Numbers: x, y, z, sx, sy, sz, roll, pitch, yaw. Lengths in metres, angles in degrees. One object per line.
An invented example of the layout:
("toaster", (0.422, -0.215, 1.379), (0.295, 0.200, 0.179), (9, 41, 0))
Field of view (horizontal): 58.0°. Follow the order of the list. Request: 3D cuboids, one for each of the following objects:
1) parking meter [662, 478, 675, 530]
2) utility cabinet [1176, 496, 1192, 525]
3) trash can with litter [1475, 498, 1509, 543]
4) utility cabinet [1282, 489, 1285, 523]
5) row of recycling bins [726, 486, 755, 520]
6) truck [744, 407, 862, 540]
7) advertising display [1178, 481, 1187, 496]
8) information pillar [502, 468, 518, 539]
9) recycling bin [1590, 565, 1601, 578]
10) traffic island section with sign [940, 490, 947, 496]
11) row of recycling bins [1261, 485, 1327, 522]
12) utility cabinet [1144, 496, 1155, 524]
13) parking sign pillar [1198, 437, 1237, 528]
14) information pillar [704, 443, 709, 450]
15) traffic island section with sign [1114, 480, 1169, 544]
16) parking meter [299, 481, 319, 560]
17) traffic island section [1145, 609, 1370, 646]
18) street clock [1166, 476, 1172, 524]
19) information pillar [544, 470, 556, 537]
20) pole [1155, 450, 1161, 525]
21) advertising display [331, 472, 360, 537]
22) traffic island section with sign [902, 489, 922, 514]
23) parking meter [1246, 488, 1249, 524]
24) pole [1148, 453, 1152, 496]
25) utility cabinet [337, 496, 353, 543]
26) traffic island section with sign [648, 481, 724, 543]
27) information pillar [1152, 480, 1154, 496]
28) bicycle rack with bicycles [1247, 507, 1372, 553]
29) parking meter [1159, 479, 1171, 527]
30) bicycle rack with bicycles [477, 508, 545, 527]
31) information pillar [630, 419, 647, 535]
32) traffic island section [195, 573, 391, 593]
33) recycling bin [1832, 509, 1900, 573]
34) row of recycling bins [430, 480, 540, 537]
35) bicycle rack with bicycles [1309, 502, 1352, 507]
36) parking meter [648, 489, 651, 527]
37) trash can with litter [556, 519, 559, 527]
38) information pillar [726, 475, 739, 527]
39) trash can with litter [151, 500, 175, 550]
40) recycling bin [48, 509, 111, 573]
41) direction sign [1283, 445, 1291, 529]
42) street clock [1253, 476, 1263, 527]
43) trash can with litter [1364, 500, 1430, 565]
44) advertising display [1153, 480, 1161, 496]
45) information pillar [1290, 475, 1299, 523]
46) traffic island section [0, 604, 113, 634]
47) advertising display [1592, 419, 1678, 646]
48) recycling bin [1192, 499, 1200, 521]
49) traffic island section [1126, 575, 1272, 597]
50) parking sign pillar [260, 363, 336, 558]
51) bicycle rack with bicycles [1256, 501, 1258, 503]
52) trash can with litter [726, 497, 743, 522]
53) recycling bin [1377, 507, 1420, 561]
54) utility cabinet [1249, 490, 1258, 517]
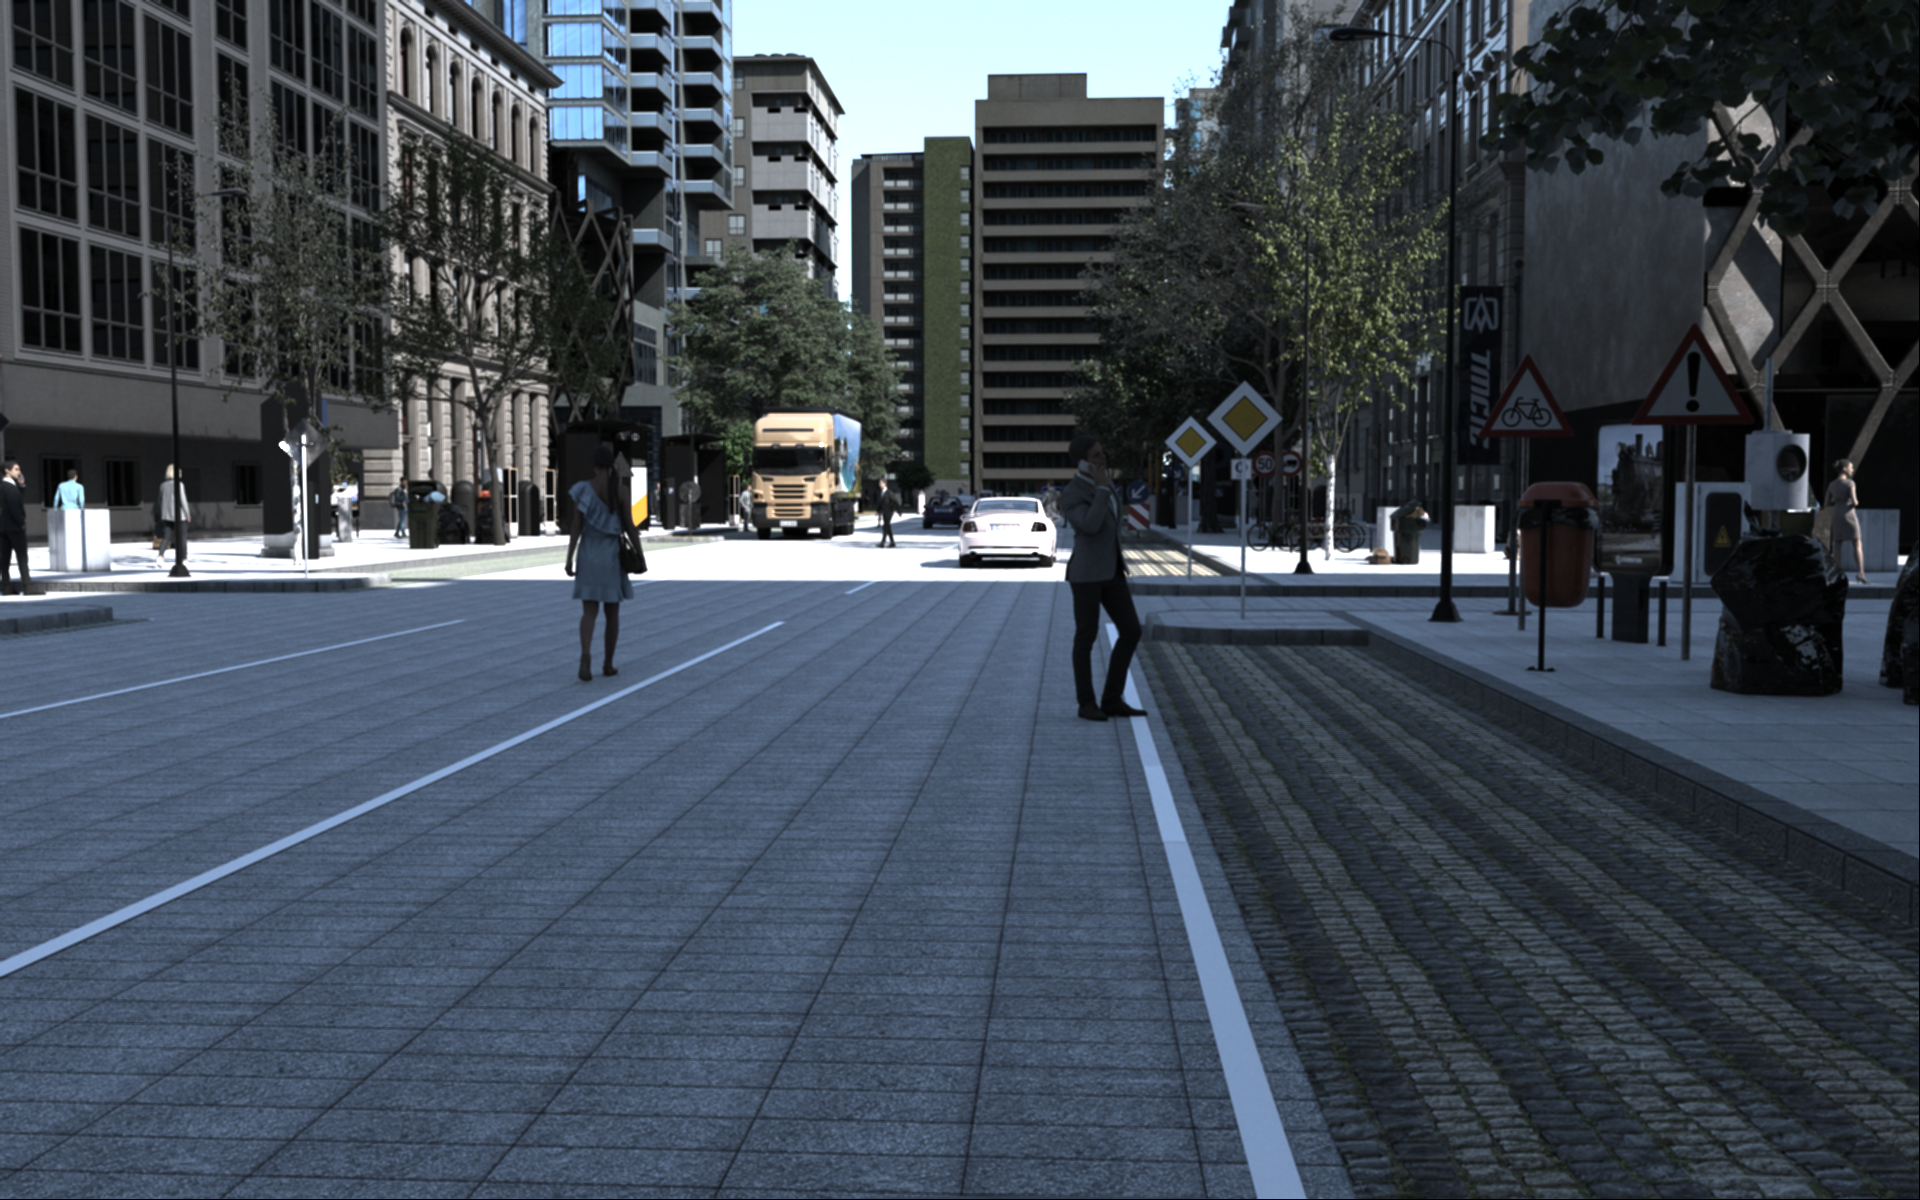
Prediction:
("parking meter", (-10.408, -3.437, 61.902), (0.399, 1.863, 0.255), (-3, 5, -45))
("utility cabinet", (9.154, -3.742, 72.336), (1.020, 1.237, 0.306), (2, 4, 27))
("trash can with litter", (13.936, -2.070, 45.227), (1.055, 1.170, 0.624), (-2, 4, -24))
("utility cabinet", (13.465, -3.910, 72.614), (0.318, 1.500, 1.173), (1, 4, 11))
("row of recycling bins", (-12.262, -5.288, 93.572), (3.534, 1.692, 1.069), (0, 4, 1))
("truck", (-5.050, -4.214, 57.815), (2.839, 4.237, 11.283), (0, 4, 2))
("advertising display", (10.334, -4.708, 82.189), (0.974, 1.923, 0.123), (0, 4, -5))
("information pillar", (-12.886, -2.761, 49.628), (0.304, 2.012, 0.304), (2, 4, 34))
("recycling bin", (9.443, -0.868, 26.746), (0.722, 1.027, 0.722), (3, 4, 38))
("traffic island section with sign", (-1.453, -8.979, 155.439), (1.989, 1.847, 2.006), (0, 4, 4))
("row of recycling bins", (15.342, -4.427, 79.487), (3.534, 1.692, 1.069), (3, 4, 38))
("utility cabinet", (8.348, -3.857, 74.223), (0.306, 1.237, 1.020), (-3, 4, -37))
("parking sign pillar", (9.703, -4.688, 65.117), (1.447, 3.967, 1.447), (0, 4, -1))
("information pillar", (-11.613, -5.391, 79.504), (0.183, 3.616, 0.504), (1, 4, 15))
("traffic island section with sign", (5.049, -2.552, 50.350), (1.989, 1.847, 2.006), (0, 4, 4))
("parking meter", (-12.772, -1.562, 33.942), (0.372, 1.533, 0.369), (0, 3, 0))
("traffic island section", (2.940, 0.277, 17.752), (2.009, 0.180, 2.903), (0, 4, 4))
("street clock", (8.423, -3.975, 69.567), (0.358, 2.002, 0.471), (0, 4, -7))
("information pillar", (-12.377, -2.922, 52.265), (0.304, 2.012, 0.304), (-1, 4, -16))
("pole", (8.202, -4.763, 71.726), (0.158, 3.312, 0.155), (0, 3, 0))
("advertising display", (-18.279, -2.814, 51.226), (0.974, 1.923, 0.123), (-1, 4, -21))
("traffic island section with sign", (-3.209, -7.309, 128.128), (1.989, 1.847, 2.006), (0, 4, 4))
("parking meter", (12.132, -4.006, 73.912), (0.372, 1.533, 0.369), (0, 3, 0))
("pole", (9.433, -5.641, 86.073), (0.158, 3.312, 0.155), (0, 3, 0))
("utility cabinet", (-16.313, -2.129, 45.971), (0.306, 1.237, 1.020), (-1, 4, -15))
("traffic island section with sign", (-8.118, -2.633, 51.681), (1.989, 1.847, 2.006), (0, 4, 4))
("information pillar", (10.246, -5.274, 90.728), (0.304, 2.012, 0.304), (-2, 4, -23))
("bicycle rack with bicycles", (7.885, -1.549, 38.714), (2.925, 0.926, 2.852), (0, 4, -1))
("parking meter", (8.113, -3.847, 68.602), (0.399, 1.863, 0.255), (2, 4, 29))
("bicycle rack with bicycles", (-17.100, -3.163, 65.104), (2.925, 0.926, 2.852), (2, 4, 33))
("information pillar", (-10.050, -3.838, 54.112), (0.504, 3.616, 0.183), (-1, 4, -18))
("traffic island section", (-10.062, -0.264, 26.590), (2.009, 0.180, 2.903), (0, 4, 4))
("recycling bin", (15.001, -0.987, 28.689), (0.722, 1.027, 0.722), (-1, 4, -19))
("row of recycling bins", (-14.466, -2.760, 52.237), (3.534, 1.692, 1.069), (-2, 4, -24))
("bicycle rack with bicycles", (15.865, -3.827, 75.958), (2.852, 0.926, 2.925), (0, 4, 6))
("parking meter", (-12.161, -3.582, 66.969), (0.372, 1.533, 0.369), (0, 3, 0))
("trash can with litter", (-15.463, -3.470, 68.121), (1.055, 1.170, 0.624), (-1, 4, -13))
("information pillar", (-8.918, -3.905, 68.339), (0.304, 2.012, 0.304), (2, 4, 30))
("trash can with litter", (-18.312, -1.749, 39.984), (0.624, 1.170, 1.055), (-1, 4, -16))
("recycling bin", (-14.581, -0.986, 28.676), (0.722, 1.027, 0.722), (3, 5, 40))
("direction sign", (12.207, -4.437, 64.544), (0.379, 3.537, 0.876), (0, 4, -2))
("street clock", (11.721, -3.869, 67.822), (0.471, 2.002, 0.358), (0, 4, 2))
("trash can with litter", (7.929, -1.227, 31.451), (1.055, 1.170, 0.624), (-1, 4, -17))
("advertising display", (9.304, -4.527, 79.234), (0.974, 1.923, 0.123), (2, 4, 34))
("information pillar", (12.907, -3.826, 67.039), (0.304, 2.012, 0.304), (-3, 4, -38))
("traffic island section", (-10.573, 0.224, 18.621), (2.009, 0.180, 2.903), (0, 4, 4))
("advertising display", (5.822, -0.598, 14.997), (0.123, 1.923, 0.974), (-1, 4, -15))
("recycling bin", (11.236, -4.326, 83.278), (0.722, 1.027, 0.722), (1, 4, 20))
("traffic island section", (3.452, -0.210, 25.720), (2.009, 0.180, 2.903), (0, 4, 4))
("parking sign pillar", (-13.516, -2.862, 35.260), (1.447, 3.967, 1.447), (1, 4, 12))
("bicycle rack with bicycles", (15.723, -4.358, 84.641), (2.852, 0.926, 2.925), (0, 4, -7))
("trash can with litter", (-10.658, -4.260, 81.031), (1.055, 1.170, 0.624), (1, 4, 14))
("recycling bin", (8.456, -1.275, 33.404), (0.722, 1.027, 0.722), (0, 4, 5))
("utility cabinet", (15.848, -5.233, 94.239), (1.173, 1.500, 0.318), (1, 4, 14))
